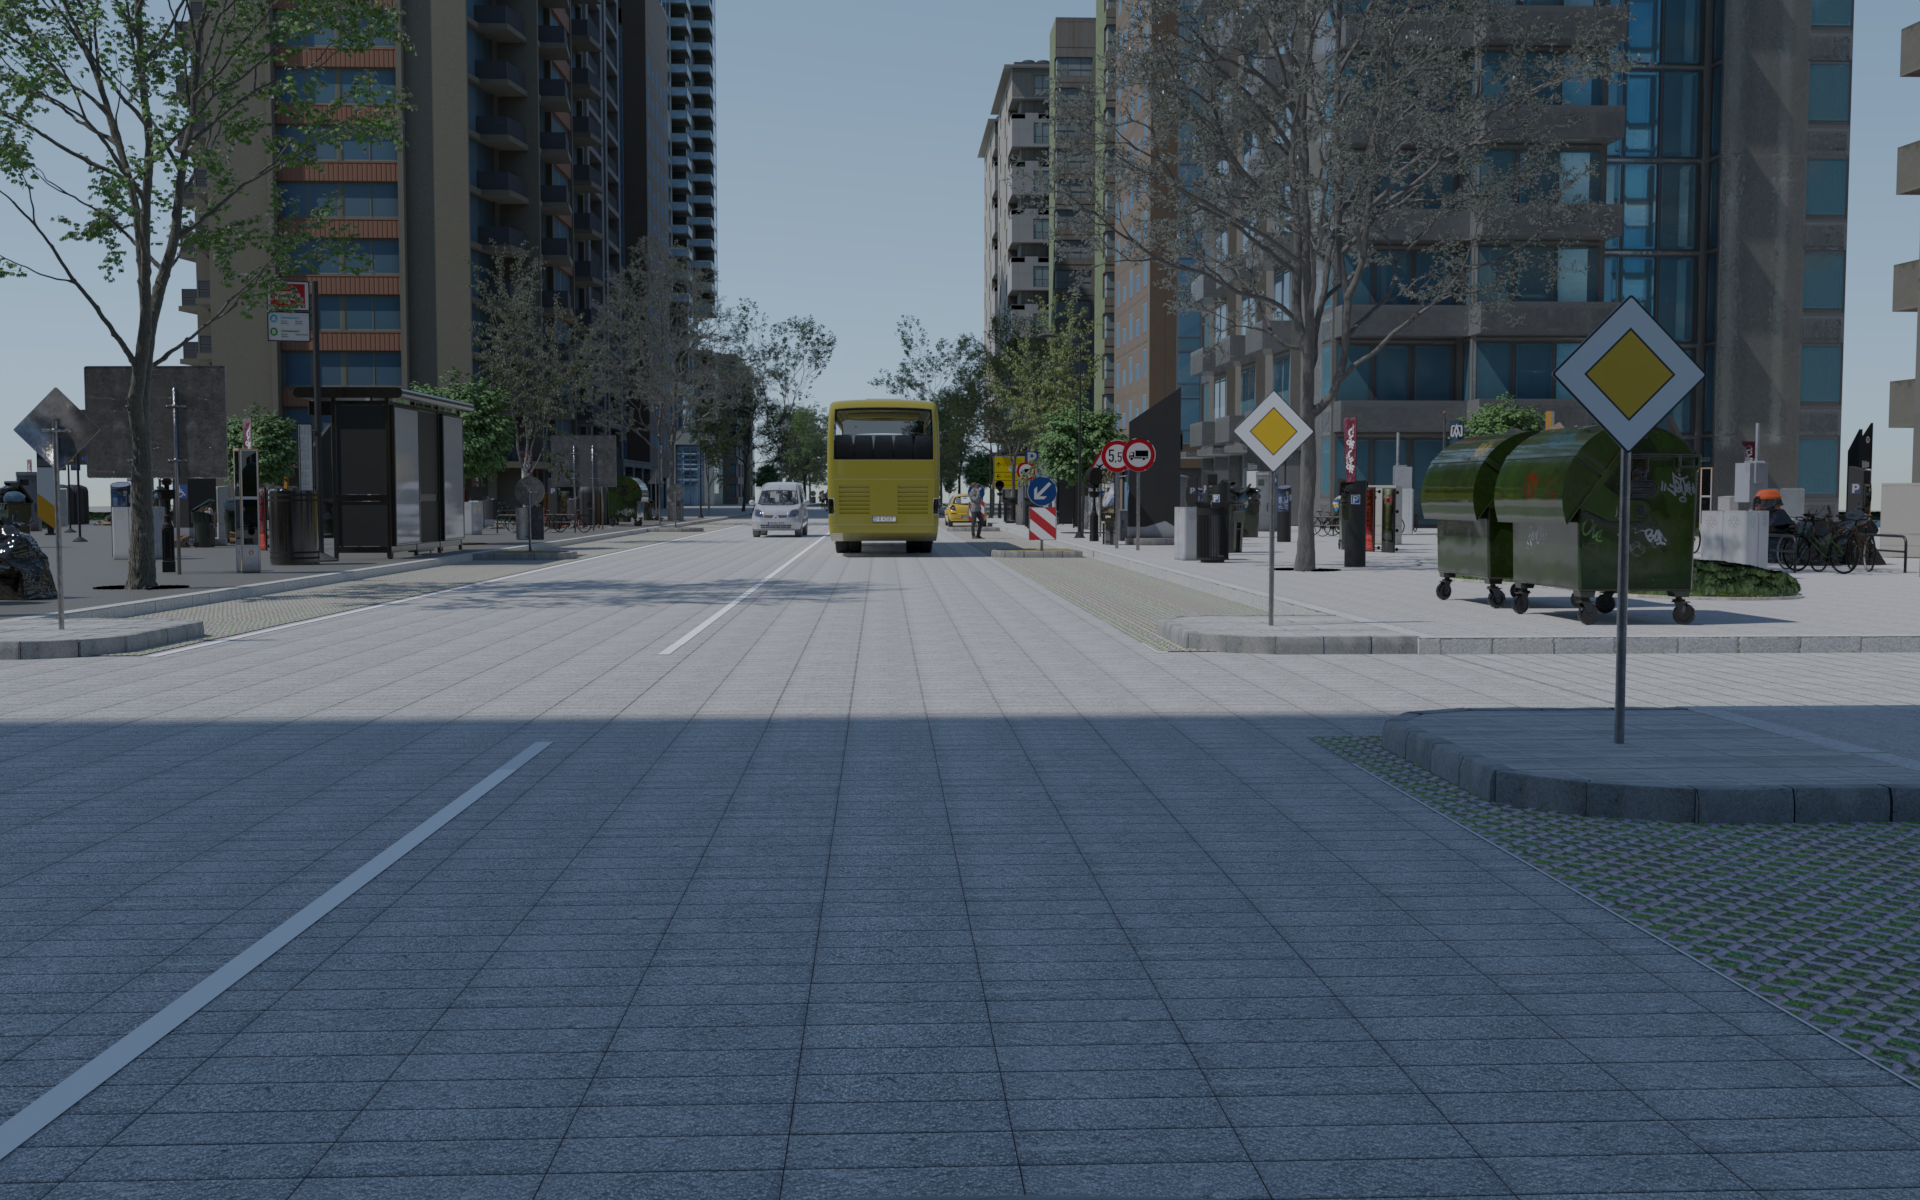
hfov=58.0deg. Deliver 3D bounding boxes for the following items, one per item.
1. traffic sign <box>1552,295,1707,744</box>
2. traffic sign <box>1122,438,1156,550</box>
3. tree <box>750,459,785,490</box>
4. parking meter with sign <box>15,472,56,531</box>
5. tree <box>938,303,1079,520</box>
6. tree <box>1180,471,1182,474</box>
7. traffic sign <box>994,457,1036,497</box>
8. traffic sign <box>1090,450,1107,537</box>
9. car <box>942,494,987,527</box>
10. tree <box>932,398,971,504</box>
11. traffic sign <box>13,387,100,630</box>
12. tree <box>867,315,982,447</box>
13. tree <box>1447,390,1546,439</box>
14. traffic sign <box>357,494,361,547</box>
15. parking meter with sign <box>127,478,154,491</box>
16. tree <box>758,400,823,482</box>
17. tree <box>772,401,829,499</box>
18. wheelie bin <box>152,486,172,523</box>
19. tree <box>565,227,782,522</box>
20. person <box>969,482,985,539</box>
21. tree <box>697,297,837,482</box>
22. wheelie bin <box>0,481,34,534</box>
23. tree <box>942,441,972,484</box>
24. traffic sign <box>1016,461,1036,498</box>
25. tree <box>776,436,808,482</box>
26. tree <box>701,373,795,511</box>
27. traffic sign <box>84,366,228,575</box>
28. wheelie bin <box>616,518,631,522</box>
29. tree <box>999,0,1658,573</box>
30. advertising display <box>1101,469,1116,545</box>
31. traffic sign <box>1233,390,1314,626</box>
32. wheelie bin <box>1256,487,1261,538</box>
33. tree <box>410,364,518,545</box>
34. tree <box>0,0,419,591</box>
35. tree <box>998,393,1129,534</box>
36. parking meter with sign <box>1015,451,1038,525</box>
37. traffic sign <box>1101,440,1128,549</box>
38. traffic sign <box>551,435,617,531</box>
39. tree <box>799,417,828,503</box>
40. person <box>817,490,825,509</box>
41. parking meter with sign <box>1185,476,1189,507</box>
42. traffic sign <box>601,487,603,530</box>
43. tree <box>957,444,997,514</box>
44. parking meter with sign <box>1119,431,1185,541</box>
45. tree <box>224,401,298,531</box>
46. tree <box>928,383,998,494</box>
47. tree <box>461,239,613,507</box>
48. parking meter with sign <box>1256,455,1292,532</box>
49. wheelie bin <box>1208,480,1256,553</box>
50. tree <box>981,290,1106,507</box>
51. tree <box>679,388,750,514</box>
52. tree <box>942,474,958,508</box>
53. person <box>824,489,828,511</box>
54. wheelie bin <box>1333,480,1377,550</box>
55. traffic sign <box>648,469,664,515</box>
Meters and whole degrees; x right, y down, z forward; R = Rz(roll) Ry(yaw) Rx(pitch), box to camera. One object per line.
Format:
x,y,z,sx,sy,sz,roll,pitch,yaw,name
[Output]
3.391,-0.319,8.853,0.795,2.450,0.064,0,4,-3,traffic sign
4.049,-2.400,39.349,0.768,2.556,0.104,0,4,-2,traffic sign
-17.677,-10.764,159.711,4.285,4.588,4.351,0,3,0,tree
-32.045,-3.872,59.574,1.738,3.016,0.543,-1,4,-14,parking meter with sign
2.427,-9.234,85.389,8.767,10.594,7.601,2,4,35,tree
9.076,-5.018,76.645,1.663,3.219,1.824,0,3,0,tree
2.922,-6.029,92.448,2.265,3.308,0.079,0,3,0,traffic sign
4.181,-3.153,51.556,0.884,2.594,0.081,0,4,0,traffic sign
0.235,-4.069,76.757,2.015,1.641,3.980,0,4,-3,car
-2.371,-17.451,203.453,7.486,12.596,7.792,0,3,0,tree
-8.502,-0.776,16.332,0.795,2.450,0.064,0,4,-3,traffic sign
-3.902,-20.110,184.682,12.611,20.169,13.585,0,3,0,tree
17.239,-4.367,55.114,4.285,4.588,4.351,0,3,0,tree
-14.116,-2.479,40.635,0.768,2.556,0.104,0,4,1,traffic sign
-36.959,-4.980,77.689,0.543,3.016,1.738,2,4,33,parking meter with sign
-18.646,-16.161,189.986,9.928,11.665,9.643,0,3,0,tree
-21.385,-20.193,236.809,9.857,13.997,8.962,0,3,0,tree
-32.120,-3.774,69.609,0.693,1.594,0.980,-3,5,-45,wheelie bin
-13.585,-10.419,80.717,12.009,13.543,11.850,0,3,0,tree
0.537,-2.834,55.017,0.473,1.802,0.592,3,5,39,person
-18.578,-19.092,168.046,12.611,20.169,13.585,0,3,0,tree
-22.642,-2.051,41.440,0.980,1.594,0.693,2,4,32,wheelie bin
-3.186,-18.435,218.420,9.611,12.733,9.660,0,3,0,tree
2.585,-4.136,67.729,0.768,2.556,0.104,0,4,3,traffic sign
-20.428,-16.021,212.305,4.360,8.622,3.978,0,3,0,tree
-15.725,-11.843,128.047,7.601,10.594,8.767,0,4,7,tree
-12.763,-2.058,27.515,2.265,3.308,0.079,0,4,1,traffic sign
-15.409,-4.378,79.485,0.693,1.594,0.980,2,4,31,wheelie bin
5.907,-7.224,28.475,12.009,13.543,11.850,0,3,0,tree
3.773,-2.351,43.647,0.123,1.923,0.974,-1,4,-15,advertising display
3.031,-0.807,16.830,0.795,2.450,0.064,0,4,-3,traffic sign
8.566,-2.650,51.229,0.693,1.594,0.980,0,4,7,wheelie bin
-12.750,-3.689,44.022,4.285,4.588,4.351,0,3,0,tree
-10.908,-5.950,23.041,9.928,11.665,9.643,0,3,0,tree
3.995,-4.454,56.534,4.285,4.588,4.351,0,3,0,tree
2.692,-4.597,71.416,0.543,3.016,1.738,-1,4,-15,parking meter with sign
3.698,-2.486,40.759,0.768,2.556,0.104,0,4,6,traffic sign
-12.964,-4.025,59.677,2.265,3.308,0.079,0,4,2,traffic sign
-22.049,-20.258,249.350,7.486,12.596,7.792,0,3,0,tree
-13.243,-9.739,167.742,1.348,1.823,0.705,2,4,23,person
8.638,-4.386,67.974,0.543,3.016,1.738,3,5,43,parking meter with sign
-12.814,-3.665,62.045,0.606,2.300,0.079,0,4,5,traffic sign
1.390,-7.960,113.863,4.285,4.588,4.351,0,3,0,tree
5.198,-3.140,47.603,1.738,3.016,0.543,-1,4,-13,parking meter with sign
-24.813,-4.743,61.263,4.285,4.588,4.351,0,3,0,tree
0.040,-13.946,153.779,9.928,11.665,9.643,0,3,0,tree
-12.511,-6.104,50.156,4.360,8.622,3.978,0,3,0,tree
10.495,-3.848,59.177,0.543,3.016,1.738,-3,4,-36,parking meter with sign
5.881,-1.835,37.917,0.693,1.594,0.980,3,4,37,wheelie bin
3.175,-6.825,61.952,4.737,8.622,4.395,0,3,0,tree
-15.601,-9.691,108.818,4.737,8.622,4.395,0,3,0,tree
-0.878,-10.422,165.003,1.663,3.219,1.824,0,3,0,tree
-10.933,-8.308,144.200,0.599,1.838,0.709,-3,5,-43,person
9.118,-1.961,39.978,0.980,1.594,0.693,0,4,7,wheelie bin
-15.757,-5.490,89.771,0.884,2.594,0.081,0,4,5,traffic sign
